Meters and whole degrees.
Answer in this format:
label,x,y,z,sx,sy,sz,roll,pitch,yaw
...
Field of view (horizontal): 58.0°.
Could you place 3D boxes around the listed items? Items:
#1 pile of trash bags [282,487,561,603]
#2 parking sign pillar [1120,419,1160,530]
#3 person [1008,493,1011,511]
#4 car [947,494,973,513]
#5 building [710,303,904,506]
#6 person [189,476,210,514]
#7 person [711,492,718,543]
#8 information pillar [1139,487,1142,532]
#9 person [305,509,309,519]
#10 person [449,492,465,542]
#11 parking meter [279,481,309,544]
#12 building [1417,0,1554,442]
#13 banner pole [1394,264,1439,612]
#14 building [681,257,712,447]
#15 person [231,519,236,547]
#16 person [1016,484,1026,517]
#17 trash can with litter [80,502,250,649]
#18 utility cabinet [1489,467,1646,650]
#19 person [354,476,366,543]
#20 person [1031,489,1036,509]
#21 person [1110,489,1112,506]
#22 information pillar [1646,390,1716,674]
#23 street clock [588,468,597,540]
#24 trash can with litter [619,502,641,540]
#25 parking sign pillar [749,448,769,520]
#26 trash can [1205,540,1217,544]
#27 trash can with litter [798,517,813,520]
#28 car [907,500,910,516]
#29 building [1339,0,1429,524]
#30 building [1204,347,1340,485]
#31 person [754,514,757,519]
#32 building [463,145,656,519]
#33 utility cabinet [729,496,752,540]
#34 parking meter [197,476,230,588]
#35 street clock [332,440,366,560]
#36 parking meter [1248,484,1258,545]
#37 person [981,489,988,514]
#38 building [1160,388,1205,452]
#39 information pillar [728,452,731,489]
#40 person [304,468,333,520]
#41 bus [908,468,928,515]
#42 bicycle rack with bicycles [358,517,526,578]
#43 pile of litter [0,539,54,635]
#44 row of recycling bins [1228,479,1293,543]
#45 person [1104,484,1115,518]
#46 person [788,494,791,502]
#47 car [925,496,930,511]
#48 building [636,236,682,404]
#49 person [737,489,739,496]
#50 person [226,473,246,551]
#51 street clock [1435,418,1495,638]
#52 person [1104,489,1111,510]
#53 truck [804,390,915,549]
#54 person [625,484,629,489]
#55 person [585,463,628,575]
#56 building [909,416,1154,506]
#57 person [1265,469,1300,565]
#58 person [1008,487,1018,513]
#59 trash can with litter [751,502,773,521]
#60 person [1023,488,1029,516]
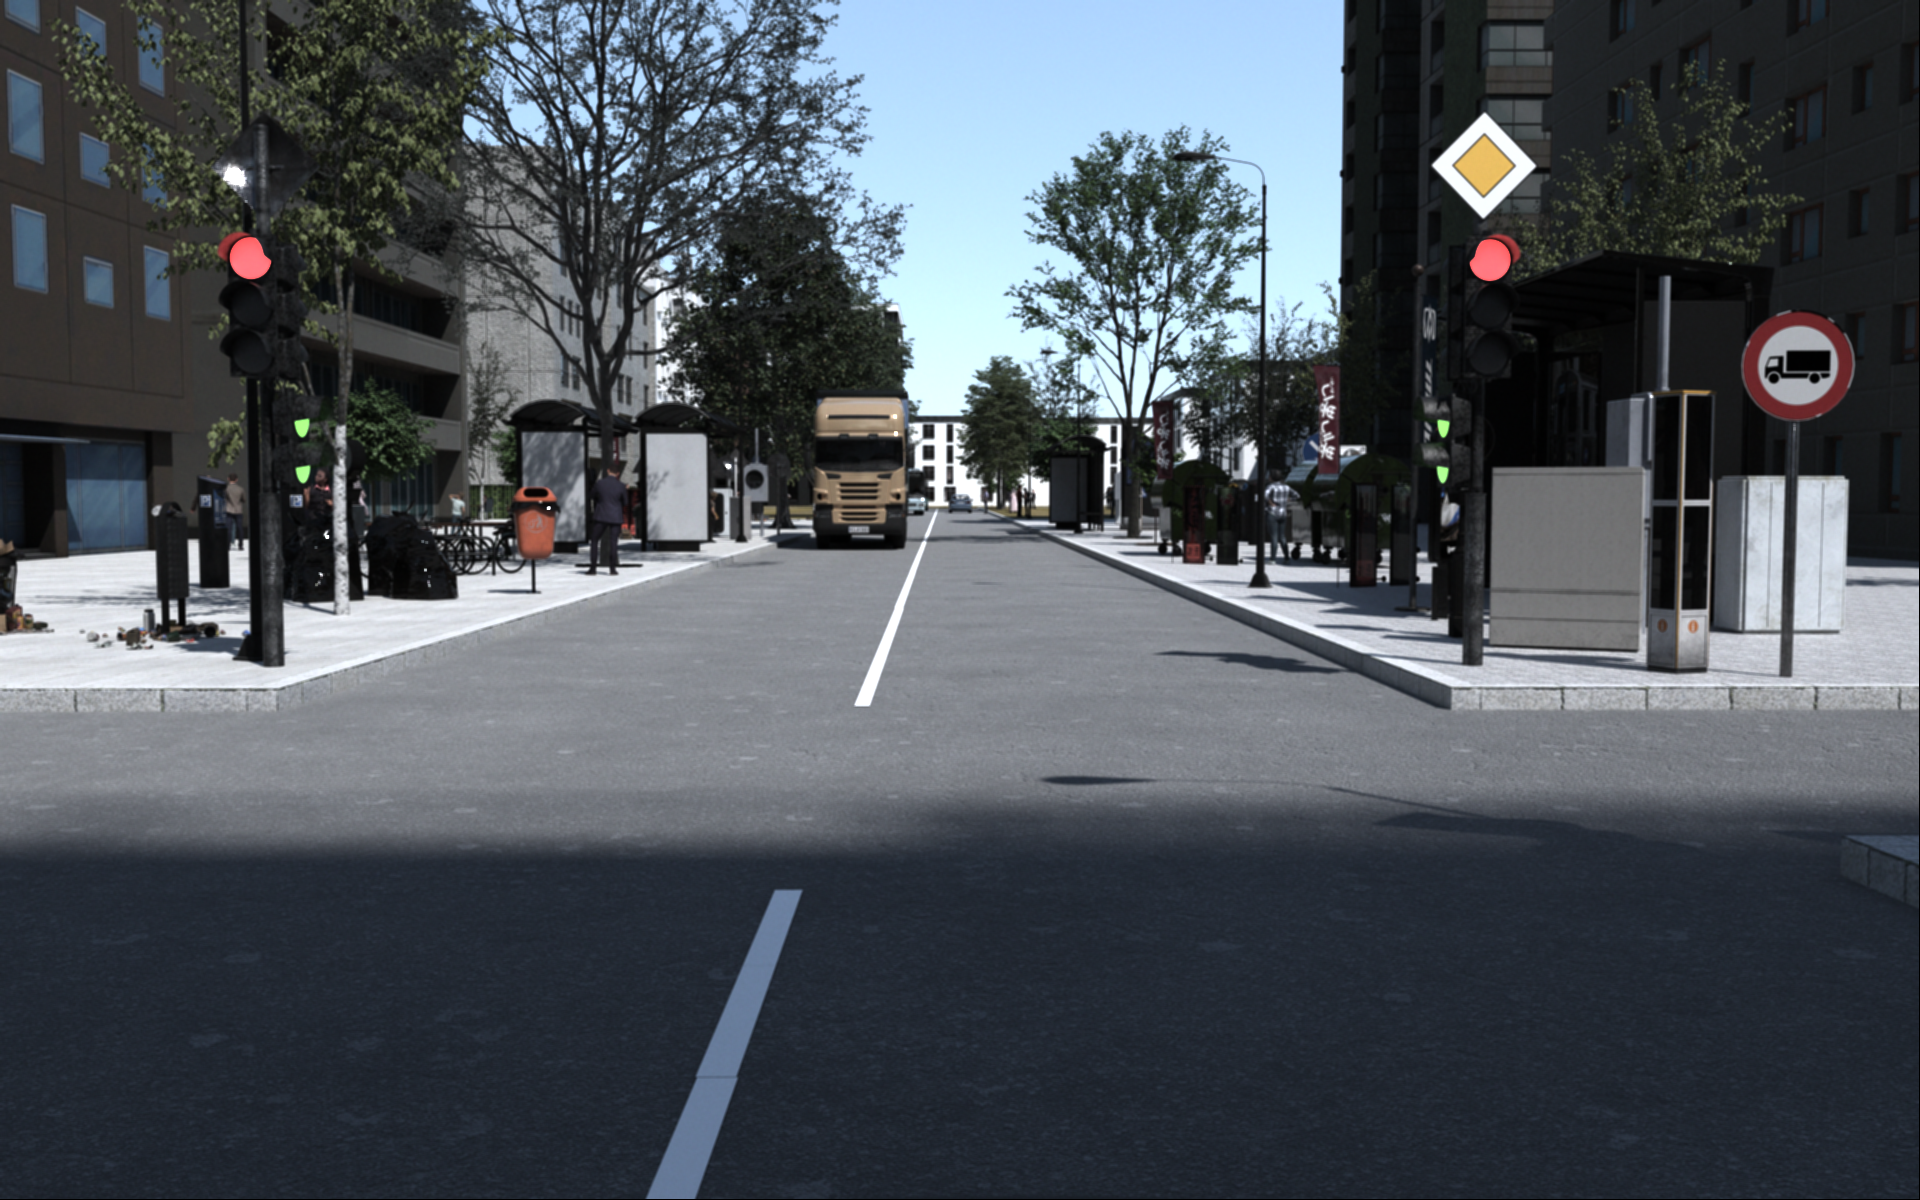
label,x,y,z,sx,sy,sz,roll,pitch,yaw
pile of trash bags,-6.754,-0.728,21.662,3.447,1.369,1.912,-1,4,-20
parking sign pillar,6.435,-4.486,61.821,1.447,3.967,1.447,-1,4,-11
person,3.964,-7.783,134.206,0.541,1.710,0.530,-1,4,-12
car,0.016,-7.325,131.761,2.014,1.417,4.499,0,4,-1
building,-23.002,-21.723,199.137,32.646,21.610,27.936,0,4,-1
person,-19.981,-2.416,46.093,0.990,1.755,0.434,0,4,3
person,-6.576,-2.196,45.854,0.435,1.345,0.340,3,4,38
information pillar,5.959,-3.286,58.225,0.304,2.012,0.304,0,4,3
person,-13.203,-1.708,34.883,0.530,1.710,0.541,3,5,39
person,-13.603,-2.252,46.781,0.435,1.345,0.340,-1,4,-21
parking meter,-9.120,-0.939,23.760,0.372,1.533,0.369,0,3,0
building,25.118,-23.415,66.423,14.154,41.232,14.086,0,4,-1
banner pole,5.123,-1.783,19.174,0.401,3.779,0.863,2,4,35
building,-26.656,-17.451,141.736,11.380,20.091,16.016,0,4,-1
person,-17.810,-1.974,42.223,0.435,1.345,0.340,-3,4,-36
person,3.379,-5.572,97.081,0.705,1.831,1.348,-1,4,-17
trash can with litter,-7.180,-0.259,15.292,1.678,1.210,2.233,-1,4,-9
utility cabinet,5.027,-0.347,14.352,1.173,1.500,0.318,2,4,25
person,-14.689,-2.160,42.033,0.551,1.740,0.621,-1,4,-15
person,6.212,-8.672,148.629,0.445,1.727,0.742,3,5,42
person,12.839,-8.614,147.711,1.217,1.723,0.721,2,4,32
information pillar,5.185,-0.488,12.463,0.304,2.012,0.304,-1,4,-21
street clock,-10.270,-2.661,48.083,0.358,2.002,0.471,1,4,9
trash can with litter,-9.165,-2.300,48.990,1.055,1.170,0.624,-2,4,-33
parking sign pillar,-10.394,-6.061,87.572,1.447,3.967,1.447,0,4,-2
trash can,6.504,-2.001,44.370,0.748,1.137,0.748,0,3,0
trash can with litter,-6.950,-4.576,85.870,2.233,1.210,1.678,2,4,24
car,-4.232,-6.004,109.968,2.131,1.459,4.920,0,4,0
building,24.952,-18.923,81.090,14.160,30.474,14.107,0,4,-1
building,22.248,-10.199,108.898,9.099,9.664,28.070,0,4,-1
person,-9.805,-4.664,84.357,0.516,1.574,0.319,-1,4,-16
building,-29.233,-14.519,103.839,16.747,18.905,31.486,0,4,-1
utility cabinet,-6.170,-2.292,48.629,0.306,1.237,1.020,-2,4,-27
parking meter,-10.204,-0.933,23.673,0.372,1.533,0.369,0,3,0
street clock,-8.130,-1.131,23.064,0.471,2.002,0.358,2,4,35
parking meter,7.420,-2.141,43.419,0.372,1.533,0.369,0,3,0
person,1.757,-7.229,126.554,0.599,1.838,0.709,-1,4,-13
building,22.067,-11.912,136.916,9.099,9.664,28.070,0,4,-1
information pillar,-9.720,-4.991,72.960,0.183,3.616,0.504,-1,4,-11
person,-9.044,-1.036,24.448,0.415,1.643,0.593,1,4,13
bus,-3.773,-7.690,120.592,2.948,3.499,13.247,0,4,-2
bicycle rack with bicycles,-8.353,-0.867,27.559,2.925,0.926,2.852,-2,4,-30
pile of litter,-9.287,-0.141,16.264,1.719,0.858,1.176,3,5,41
row of recycling bins,8.160,-2.443,47.049,1.069,1.692,3.534,-1,4,-11
person,8.271,-5.317,93.063,1.350,1.814,0.705,-2,4,-24
person,-14.805,-8.506,148.311,0.628,1.438,0.799,-1,4,-20
car,-3.690,-8.513,150.992,2.131,1.459,4.920,0,4,0
building,-29.231,-16.439,125.196,16.016,20.091,11.380,0,4,-1
person,-18.239,-8.385,143.839,0.721,1.736,1.217,2,4,31
person,-16.608,-2.014,39.507,0.617,1.759,0.750,-2,4,-31
street clock,4.498,-0.667,15.481,0.471,2.002,0.358,0,4,2
person,12.172,-8.256,141.750,1.217,1.735,0.721,3,5,40
truck,-2.687,-3.665,48.842,2.839,4.237,11.283,0,4,-1
person,-16.762,-4.947,87.061,0.598,1.807,0.434,-3,5,-41
person,-5.628,-1.288,27.554,0.683,1.767,0.568,-1,4,-13
building,7.851,-15.159,189.996,28.070,9.664,9.099,0,4,-1
person,5.777,-1.514,31.523,0.841,1.734,0.376,-2,4,-28
person,3.620,-6.750,117.068,0.621,1.740,0.551,2,4,29
trash can with litter,-9.983,-4.346,82.109,2.233,1.210,1.678,1,4,16
person,3.736,-5.607,99.182,0.415,1.643,0.593,-1,4,-13
